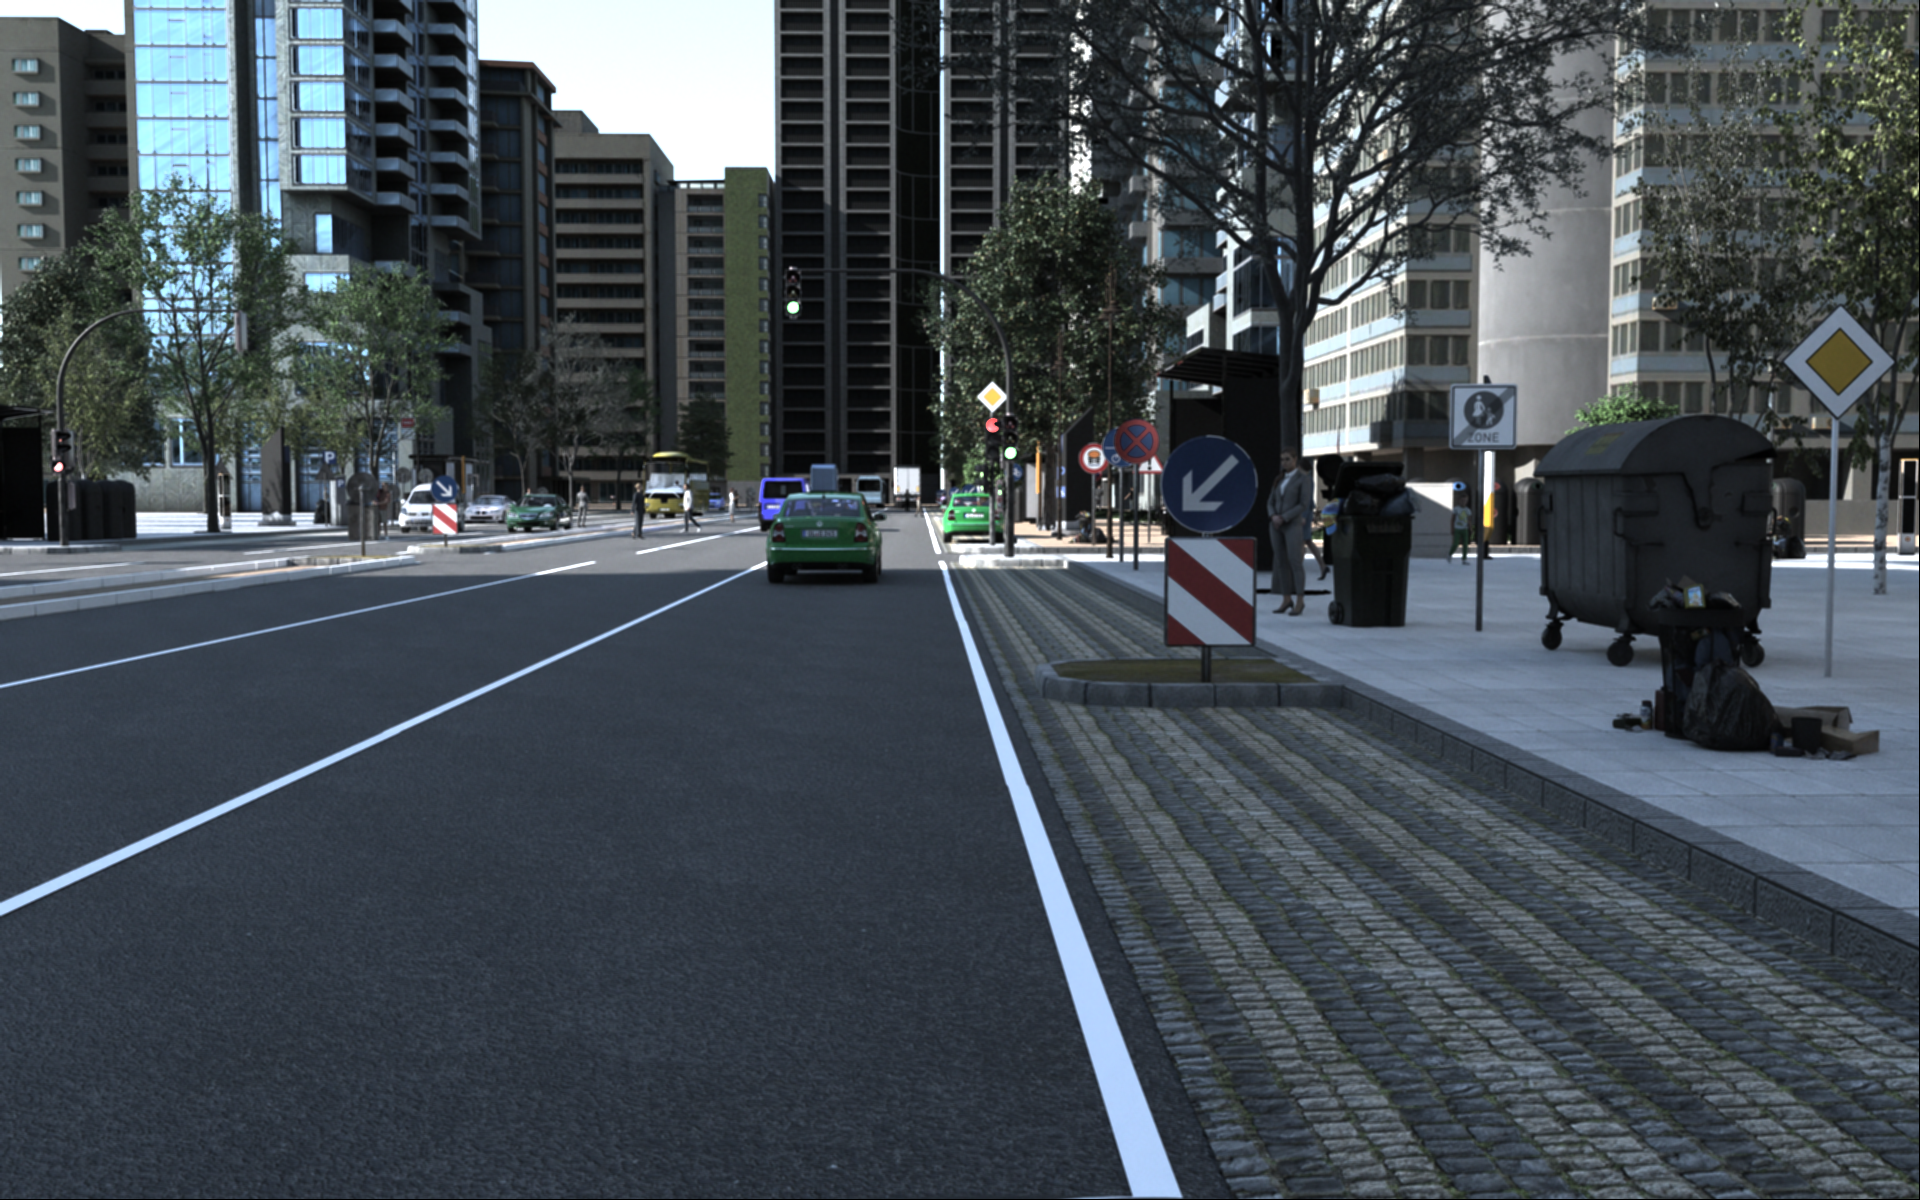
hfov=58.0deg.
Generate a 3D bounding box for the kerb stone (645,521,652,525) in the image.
[{"bbox_3d":[-14.441,-3.527,79.856,0.120,0.150,1.000,0,4,-1],"label":"kerb stone"}]

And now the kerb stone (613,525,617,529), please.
[{"bbox_3d":[-14.227,-2.962,70.639,0.120,0.150,1.000,0,4,-1],"label":"kerb stone"}]

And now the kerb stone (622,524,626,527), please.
[{"bbox_3d":[-14.272,-3.088,72.691,0.120,0.150,1.000,0,4,-1],"label":"kerb stone"}]

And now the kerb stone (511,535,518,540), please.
[{"bbox_3d":[-13.820,-1.893,53.201,0.120,0.150,1.000,0,4,-1],"label":"kerb stone"}]

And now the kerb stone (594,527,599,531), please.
[{"bbox_3d":[-14.131,-2.710,66.538,0.120,0.150,1.000,0,4,-1],"label":"kerb stone"}]

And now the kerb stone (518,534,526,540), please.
[{"bbox_3d":[-13.834,-1.959,54.229,0.120,0.150,1.000,0,4,-1],"label":"kerb stone"}]

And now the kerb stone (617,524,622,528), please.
[{"bbox_3d":[-14.251,-3.018,71.669,0.120,0.150,1.000,0,4,-1],"label":"kerb stone"}]

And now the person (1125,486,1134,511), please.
[{"bbox_3d":[11.999,-7.014,120.729,1.348,1.822,0.705,-3,5,-45],"label":"person"}]

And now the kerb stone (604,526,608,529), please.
[{"bbox_3d":[-14.172,-2.834,68.591,0.120,0.150,1.000,0,4,-1],"label":"kerb stone"}]

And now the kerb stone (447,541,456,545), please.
[{"bbox_3d":[-13.643,-1.455,46.010,0.120,0.150,1.000,0,4,-1],"label":"kerb stone"}]

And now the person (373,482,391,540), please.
[{"bbox_3d":[-18.057,-2.781,53.945,0.580,1.828,0.573,-3,5,-40],"label":"person"}]

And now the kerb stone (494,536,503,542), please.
[{"bbox_3d":[-13.756,-1.770,51.135,0.120,0.150,1.000,0,4,-1],"label":"kerb stone"}]

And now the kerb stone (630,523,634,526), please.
[{"bbox_3d":[-14.319,-3.213,74.735,0.120,0.150,1.000,0,4,-1],"label":"kerb stone"}]

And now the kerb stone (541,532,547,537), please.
[{"bbox_3d":[-13.908,-2.148,57.308,0.120,0.150,1.000,0,4,-1],"label":"kerb stone"}]

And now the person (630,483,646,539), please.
[{"bbox_3d":[-10.265,-2.825,55.113,0.534,1.772,0.576,0,4,-7],"label":"person"}]

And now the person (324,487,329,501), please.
[{"bbox_3d":[-42.349,-6.680,115.813,0.362,1.759,0.519,-1,4,-19],"label":"person"}]

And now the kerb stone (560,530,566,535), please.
[{"bbox_3d":[-13.987,-2.336,60.389,0.120,0.150,1.000,0,4,-1],"label":"kerb stone"}]

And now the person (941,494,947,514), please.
[{"bbox_3d":[-1.173,-6.994,126.079,0.421,1.427,0.697,0,4,-7],"label":"person"}]

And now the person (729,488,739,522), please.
[{"bbox_3d":[-11.469,-4.826,87.972,0.524,1.755,0.480,-1,4,-21],"label":"person"}]

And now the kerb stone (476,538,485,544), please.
[{"bbox_3d":[-13.715,-1.645,49.084,0.120,0.150,1.000,0,4,-1],"label":"kerb stone"}]

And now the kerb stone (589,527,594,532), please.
[{"bbox_3d":[-14.102,-2.644,65.513,0.120,0.150,1.000,0,4,-1],"label":"kerb stone"}]

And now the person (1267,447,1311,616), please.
[{"bbox_3d":[3.476,-0.747,18.526,0.520,1.790,0.573,2,4,32],"label":"person"}]

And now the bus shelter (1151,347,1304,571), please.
[{"bbox_3d":[4.645,-2.417,30.802,1.731,3.624,6.357,0,4,-1],"label":"bus shelter"}]

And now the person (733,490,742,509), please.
[{"bbox_3d":[-21.962,-9.866,169.909,1.348,1.812,0.705,2,4,31],"label":"person"}]

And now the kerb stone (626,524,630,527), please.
[{"bbox_3d":[-14.294,-3.151,73.713,0.120,0.150,1.000,0,4,-1],"label":"kerb stone"}]

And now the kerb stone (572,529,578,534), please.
[{"bbox_3d":[-14.033,-2.461,62.435,0.120,0.150,1.000,0,4,-1],"label":"kerb stone"}]

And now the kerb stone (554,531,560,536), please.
[{"bbox_3d":[-13.954,-2.272,59.367,0.120,0.150,1.000,0,4,-1],"label":"kerb stone"}]

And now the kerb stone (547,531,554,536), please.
[{"bbox_3d":[-13.928,-2.210,58.330,0.120,0.150,1.000,0,4,-1],"label":"kerb stone"}]

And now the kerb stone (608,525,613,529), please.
[{"bbox_3d":[-14.199,-2.900,69.617,0.120,0.150,1.000,0,4,-1],"label":"kerb stone"}]

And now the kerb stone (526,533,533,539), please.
[{"bbox_3d":[-13.864,-2.022,55.256,0.120,0.150,1.000,0,4,-1],"label":"kerb stone"}]

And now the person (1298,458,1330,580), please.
[{"bbox_3d":[5.180,-1.205,25.777,0.654,1.822,0.581,1,4,20],"label":"person"}]

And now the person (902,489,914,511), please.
[{"bbox_3d":[-4.312,-8.201,142.603,1.348,1.823,0.705,-3,5,-39],"label":"person"}]

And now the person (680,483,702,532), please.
[{"bbox_3d":[-10.134,-3.473,65.134,0.795,1.843,0.661,-1,4,-21],"label":"person"}]

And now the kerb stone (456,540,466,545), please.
[{"bbox_3d":[-13.673,-1.520,47.040,0.120,0.150,1.000,0,4,-1],"label":"kerb stone"}]

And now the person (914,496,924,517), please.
[{"bbox_3d":[-2.568,-5.849,108.395,0.640,1.303,0.475,-2,4,-31],"label":"person"}]

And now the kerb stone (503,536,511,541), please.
[{"bbox_3d":[-13.793,-1.833,52.162,0.120,0.150,1.000,0,4,-1],"label":"kerb stone"}]

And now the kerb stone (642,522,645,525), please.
[{"bbox_3d":[-14.402,-3.399,77.808,0.120,0.150,1.000,0,4,-1],"label":"kerb stone"}]

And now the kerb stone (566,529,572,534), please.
[{"bbox_3d":[-14.002,-2.399,61.411,0.120,0.150,1.000,0,4,-1],"label":"kerb stone"}]

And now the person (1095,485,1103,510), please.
[{"bbox_3d":[8.257,-5.986,103.718,0.655,1.846,0.447,0,4,-2],"label":"person"}]

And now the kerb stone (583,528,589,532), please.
[{"bbox_3d":[-14.081,-2.587,64.491,0.120,0.150,1.000,0,4,-1],"label":"kerb stone"}]

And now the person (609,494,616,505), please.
[{"bbox_3d":[-39.549,-11.354,197.330,0.628,1.438,0.799,0,4,5],"label":"person"}]

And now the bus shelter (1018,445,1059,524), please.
[{"bbox_3d":[3.592,-4.768,71.880,2.014,3.302,5.546,0,4,-2],"label":"bus shelter"}]

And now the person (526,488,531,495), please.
[{"bbox_3d":[-23.274,-5.173,93.648,0.480,1.755,0.524,-2,4,-31],"label":"person"}]

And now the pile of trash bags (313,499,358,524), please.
[{"bbox_3d":[-26.433,-4.011,75.327,3.447,1.369,1.912,0,4,-4],"label":"pile of trash bags"}]

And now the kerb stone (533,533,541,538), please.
[{"bbox_3d":[-13.882,-2.085,56.278,0.120,0.150,1.000,0,4,-1],"label":"kerb stone"}]

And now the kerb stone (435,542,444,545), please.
[{"bbox_3d":[-13.626,-1.388,44.988,0.120,0.150,1.000,0,4,-1],"label":"kerb stone"}]

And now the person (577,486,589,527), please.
[{"bbox_3d":[-16.186,-4.014,74.405,0.520,1.790,0.573,0,4,-3],"label":"person"}]

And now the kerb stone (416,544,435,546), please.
[{"bbox_3d":[-13.603,-1.331,43.964,0.120,0.150,1.000,0,4,-1],"label":"kerb stone"}]

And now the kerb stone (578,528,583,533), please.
[{"bbox_3d":[-14.050,-2.524,63.464,0.120,0.150,1.000,0,4,-1],"label":"kerb stone"}]

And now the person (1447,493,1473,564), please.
[{"bbox_3d":[9.154,-1.310,31.713,0.306,1.304,0.590,-1,4,-19],"label":"person"}]

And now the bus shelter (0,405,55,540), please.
[{"bbox_3d":[-26.027,-3.305,45.319,1.731,3.624,6.357,0,4,-1],"label":"bus shelter"}]

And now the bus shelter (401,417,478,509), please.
[{"bbox_3d":[-28.228,-7.081,93.401,2.179,5.291,8.768,0,4,-1],"label":"bus shelter"}]

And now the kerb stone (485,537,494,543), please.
[{"bbox_3d":[-13.744,-1.707,50.112,0.120,0.150,1.000,0,4,-1],"label":"kerb stone"}]

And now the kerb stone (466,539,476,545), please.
[{"bbox_3d":[-13.683,-1.582,48.062,0.120,0.150,1.000,0,4,-1],"label":"kerb stone"}]

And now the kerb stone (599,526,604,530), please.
[{"bbox_3d":[-14.156,-2.775,67.564,0.120,0.150,1.000,0,4,-1],"label":"kerb stone"}]
